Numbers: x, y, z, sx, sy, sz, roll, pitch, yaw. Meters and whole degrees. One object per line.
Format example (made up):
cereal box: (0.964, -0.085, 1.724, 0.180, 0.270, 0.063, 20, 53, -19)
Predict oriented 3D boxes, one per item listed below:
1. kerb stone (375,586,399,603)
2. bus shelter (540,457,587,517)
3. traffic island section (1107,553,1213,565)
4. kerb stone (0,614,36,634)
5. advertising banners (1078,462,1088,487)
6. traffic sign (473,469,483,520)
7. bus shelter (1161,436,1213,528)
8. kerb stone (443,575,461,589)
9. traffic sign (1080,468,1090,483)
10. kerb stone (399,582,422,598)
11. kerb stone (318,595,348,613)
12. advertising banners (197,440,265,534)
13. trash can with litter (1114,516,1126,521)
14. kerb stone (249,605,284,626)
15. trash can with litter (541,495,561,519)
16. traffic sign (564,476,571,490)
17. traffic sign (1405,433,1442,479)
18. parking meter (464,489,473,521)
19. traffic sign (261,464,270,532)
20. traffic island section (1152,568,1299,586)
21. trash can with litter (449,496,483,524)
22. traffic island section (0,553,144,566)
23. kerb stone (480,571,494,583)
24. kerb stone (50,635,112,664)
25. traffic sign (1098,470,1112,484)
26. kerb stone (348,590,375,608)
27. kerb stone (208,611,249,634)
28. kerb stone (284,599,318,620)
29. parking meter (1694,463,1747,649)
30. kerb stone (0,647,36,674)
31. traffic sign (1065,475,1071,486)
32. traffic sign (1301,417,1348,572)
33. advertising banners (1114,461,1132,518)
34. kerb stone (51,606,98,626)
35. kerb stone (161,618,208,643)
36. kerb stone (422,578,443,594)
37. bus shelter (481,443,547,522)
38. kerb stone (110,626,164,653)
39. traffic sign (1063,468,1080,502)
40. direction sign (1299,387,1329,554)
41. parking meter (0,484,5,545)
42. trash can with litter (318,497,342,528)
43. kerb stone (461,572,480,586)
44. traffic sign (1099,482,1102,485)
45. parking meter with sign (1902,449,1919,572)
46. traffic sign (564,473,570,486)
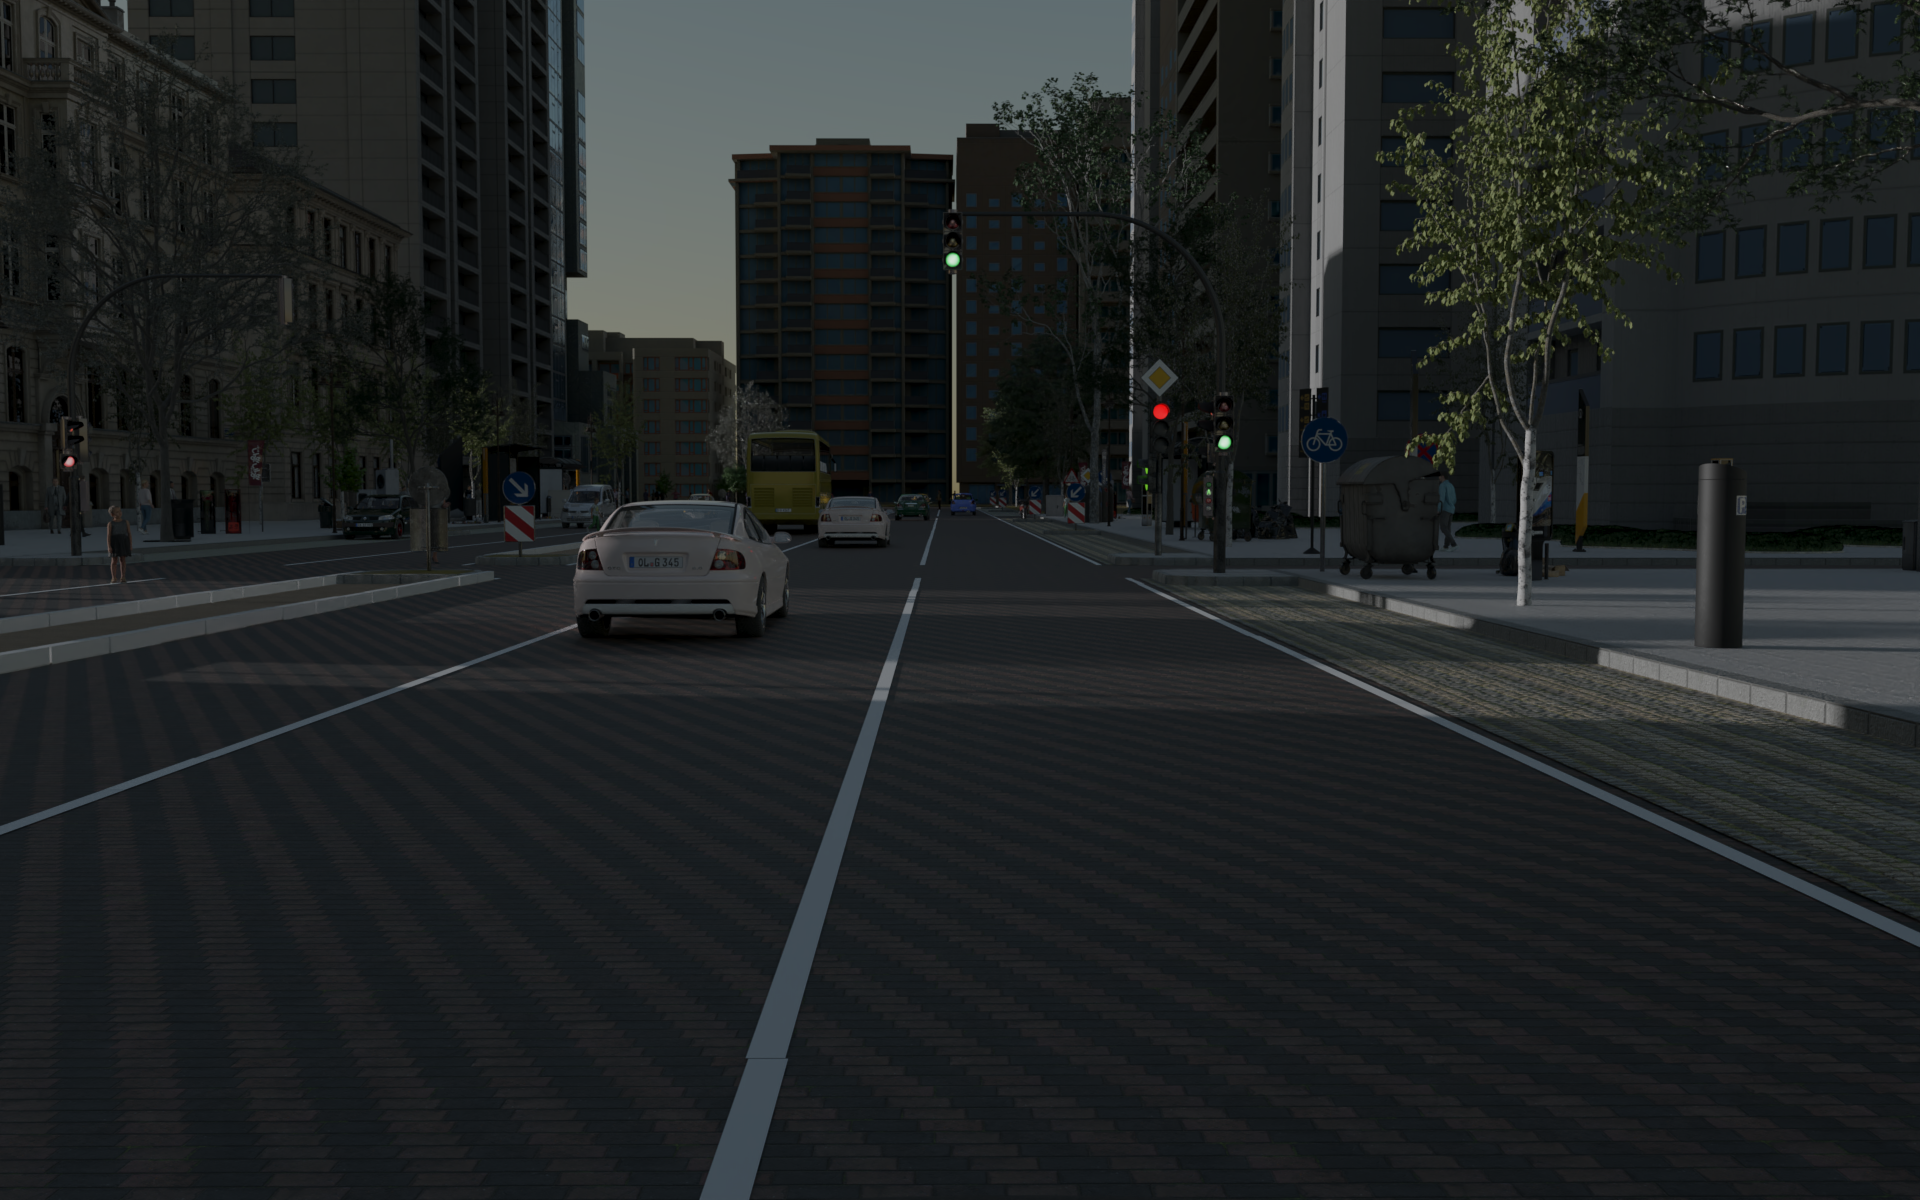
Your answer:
kerb stone: (-7.783, -0.062, 23.260, 0.120, 0.150, 1.000, 0, 4, -1)
bus shelter: (-22.260, -6.254, 96.178, 2.014, 3.302, 5.546, 0, 4, -1)
traffic island section: (4.162, -0.851, 36.188, 2.009, 0.180, 2.903, 0, 4, -1)
kerb stone: (-9.837, 0.251, 18.091, 0.120, 0.150, 1.000, 0, 4, -1)
advertising banners: (7.520, -6.080, 95.588, 2.074, 3.025, 0.090, -1, 4, -12)
traffic sign: (-23.413, -5.188, 84.820, 0.884, 2.594, 0.081, 1, 4, 9)
bus shelter: (8.480, -4.266, 63.677, 2.014, 3.302, 5.546, 0, 4, -1)
kerb stone: (-7.818, -0.253, 26.328, 0.120, 0.150, 1.000, 0, 4, -1)
traffic sign: (6.413, -5.305, 86.465, 0.795, 2.593, 0.064, 0, 4, 2)
kerb stone: (-7.788, -0.127, 24.281, 0.120, 0.150, 1.000, 0, 4, -1)
kerb stone: (-7.762, 0.060, 21.215, 0.120, 0.150, 1.000, 0, 4, -1)
advertising banners: (-23.452, -3.643, 55.751, 2.074, 3.025, 0.090, -1, 4, -15)
trash can with litter: (7.636, -4.765, 88.962, 2.233, 1.210, 1.678, -1, 4, -22)
kerb stone: (-7.759, 0.185, 19.164, 0.120, 0.150, 1.000, 0, 4, -1)
trash can with litter: (-21.203, -4.835, 90.115, 1.678, 1.210, 2.233, 0, 4, 0)
traffic sign: (-23.715, -6.340, 103.764, 0.768, 2.556, 0.104, 0, 4, 1)
traffic sign: (9.663, -2.207, 36.195, 0.768, 2.556, 0.104, 0, 4, 4)
parking meter: (-23.852, -4.627, 84.069, 0.372, 1.533, 0.369, 0, 3, 0)
traffic sign: (-23.629, -3.455, 58.624, 0.606, 2.300, 0.079, 1, 4, 8)
traffic island section: (4.233, -0.362, 28.204, 2.009, 0.180, 2.903, 0, 4, -1)
trash can with litter: (-21.517, -3.885, 74.569, 2.233, 1.210, 1.678, -2, 4, -26)
traffic island section: (-18.379, -0.839, 35.992, 2.009, 0.180, 2.903, 0, 4, -1)
kerb stone: (-7.827, -0.376, 28.381, 0.120, 0.150, 1.000, 0, 4, -1)
kerb stone: (-7.708, 0.436, 15.074, 0.120, 0.150, 1.000, 0, 4, -1)
traffic sign: (7.557, -5.535, 90.608, 0.768, 2.556, 0.104, 0, 4, 3)
kerb stone: (-7.775, 0.005, 22.237, 0.120, 0.150, 1.000, 0, 4, -1)
kerb stone: (-7.741, 0.248, 18.140, 0.120, 0.150, 1.000, 0, 4, -1)
kerb stone: (-7.752, 0.123, 20.186, 0.120, 0.150, 1.000, 0, 4, -1)
parking meter: (6.376, -0.373, 14.517, 0.372, 1.533, 0.369, 0, 3, 0)
kerb stone: (-7.702, 0.499, 14.047, 0.120, 0.150, 1.000, 0, 4, -1)
traffic sign: (6.996, -6.721, 109.999, 0.768, 2.556, 0.104, 0, 4, 4)
traffic sign: (6.000, -1.743, 28.606, 0.768, 2.556, 0.104, 0, 4, 1)
advertising banners: (8.087, -5.868, 92.126, 2.074, 3.025, 0.090, 0, 4, -2)
kerb stone: (-9.850, 0.188, 19.127, 0.120, 0.150, 1.000, 0, 4, -1)
kerb stone: (-7.736, 0.311, 17.118, 0.120, 0.150, 1.000, 0, 4, -1)
kerb stone: (-7.803, -0.190, 25.303, 0.120, 0.150, 1.000, 0, 4, -1)
bus shelter: (-21.386, -5.628, 83.300, 1.731, 3.624, 6.357, 0, 4, -1)
kerb stone: (-7.711, 0.374, 16.096, 0.120, 0.150, 1.000, 0, 4, -1)
traffic sign: (5.562, -5.271, 86.190, 0.884, 2.594, 0.081, 1, 4, 9)
direction sign: (7.557, -2.758, 37.083, 0.379, 3.537, 0.876, -2, 4, -31)
parking meter: (-24.107, -2.132, 43.276, 0.372, 1.533, 0.369, 0, 3, 0)
trash can with litter: (-23.439, -3.264, 64.751, 1.055, 1.170, 0.624, 0, 4, -7)
kerb stone: (-7.817, -0.316, 27.359, 0.120, 0.150, 1.000, 0, 4, -1)
traffic sign: (7.380, -5.578, 93.333, 0.606, 2.300, 0.079, 0, 4, 5)
parking meter with sign: (16.068, -1.959, 28.295, 0.543, 3.016, 1.738, 0, 4, -2)
traffic sign: (-23.567, -6.291, 102.966, 0.768, 2.556, 0.104, 0, 4, 7)
